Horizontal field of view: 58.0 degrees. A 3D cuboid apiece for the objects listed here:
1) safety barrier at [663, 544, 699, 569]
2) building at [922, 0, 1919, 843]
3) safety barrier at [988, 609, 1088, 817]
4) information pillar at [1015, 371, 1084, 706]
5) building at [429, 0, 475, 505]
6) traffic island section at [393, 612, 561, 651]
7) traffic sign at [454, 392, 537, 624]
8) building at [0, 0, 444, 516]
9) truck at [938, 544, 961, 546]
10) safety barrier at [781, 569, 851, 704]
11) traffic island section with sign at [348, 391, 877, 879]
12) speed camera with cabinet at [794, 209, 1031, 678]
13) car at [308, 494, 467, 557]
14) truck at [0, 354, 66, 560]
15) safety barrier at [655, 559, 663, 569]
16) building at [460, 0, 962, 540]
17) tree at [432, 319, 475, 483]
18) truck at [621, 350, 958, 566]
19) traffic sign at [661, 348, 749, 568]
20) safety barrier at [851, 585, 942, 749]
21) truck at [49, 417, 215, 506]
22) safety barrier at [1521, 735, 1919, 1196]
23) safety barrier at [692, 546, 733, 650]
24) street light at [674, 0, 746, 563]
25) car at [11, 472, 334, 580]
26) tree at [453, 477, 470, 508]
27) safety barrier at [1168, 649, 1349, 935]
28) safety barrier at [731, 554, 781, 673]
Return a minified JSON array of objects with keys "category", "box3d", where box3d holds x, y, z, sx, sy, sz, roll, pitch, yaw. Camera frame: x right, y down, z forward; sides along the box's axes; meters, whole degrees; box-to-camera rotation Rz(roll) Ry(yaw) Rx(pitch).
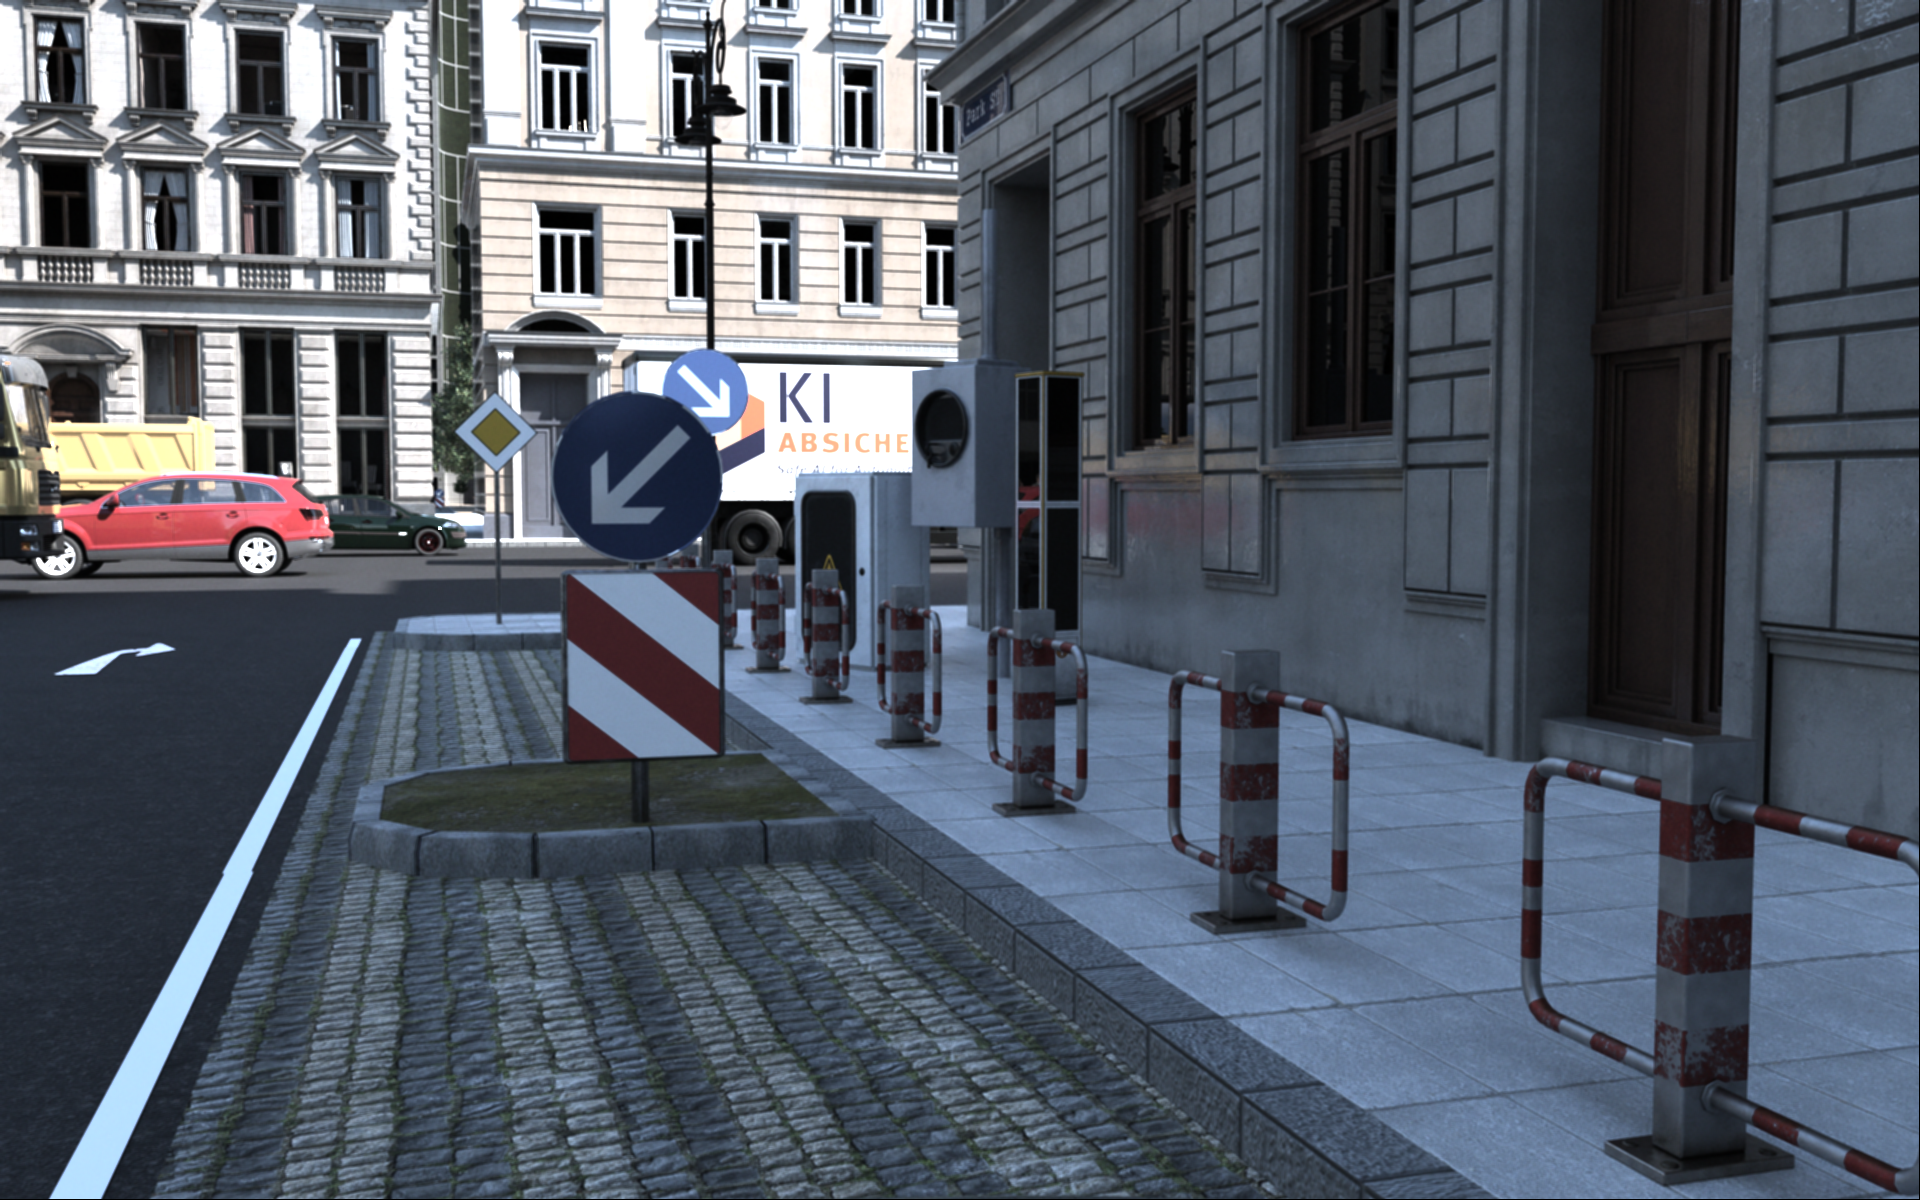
[{"category":"safety barrier","box3d":[-2.519,-0.116,16.166,0.300,0.817,1.120,-1,4,-17]},{"category":"building","box3d":[7.654,-10.535,8.411,11.583,22.565,21.152,-1,4,-17]},{"category":"safety barrier","box3d":[0.298,0.447,6.973,0.300,0.817,1.120,-1,4,-17]},{"category":"information pillar","box3d":[0.541,-0.371,10.561,0.304,2.012,0.304,-2,4,-32]},{"category":"building","box3d":[-67.176,-47.057,207.631,20.611,71.187,20.563,-1,4,-17]},{"category":"traffic island section","box3d":[-4.541,0.314,17.149,2.009,0.180,2.903,-1,4,-17]},{"category":"traffic sign","box3d":[-4.561,-0.821,17.065,0.795,2.450,0.064,-1,4,-17]},{"category":"building","box3d":[-25.048,-13.530,50.102,19.941,23.489,11.050,-1,4,-17]},{"category":"truck","box3d":[8.572,-3.635,49.197,18.799,4.110,2.967,-1,4,-18]},{"category":"safety barrier","box3d":[-0.827,0.222,10.652,0.300,0.817,1.120,-1,4,-17]},{"category":"traffic island section with sign","box3d":[-1.560,0.075,7.400,1.989,1.847,2.006,-1,4,-17]},{"category":"speed camera with cabinet","box3d":[-0.390,-1.113,12.529,0.660,3.252,2.038,-3,5,-42]},{"category":"car","box3d":[-13.674,-1.869,40.345,4.222,1.686,2.009,-1,4,-18]},{"category":"truck","box3d":[-16.620,-1.666,23.169,9.791,3.379,3.469,-1,4,-18]},{"category":"safety barrier","box3d":[-3.080,-0.228,18.000,0.300,0.817,1.120,-1,4,-17]},{"category":"building","box3d":[-5.968,-16.566,56.754,20.117,28.700,13.634,-1,4,-17]},{"category":"tree","box3d":[-30.564,-11.920,111.894,9.611,12.733,9.660,0,3,0]},{"category":"truck","box3d":[-1.285,-2.910,36.490,11.283,4.237,2.839,-1,4,-17]},{"category":"traffic sign","box3d":[-2.238,-0.926,15.248,0.768,2.556,0.104,-1,4,-10]},{"category":"safety barrier","box3d":[-0.266,0.334,8.818,0.300,0.817,1.120,-1,4,-17]},{"category":"truck","box3d":[-21.911,-2.596,38.363,9.791,3.379,3.469,-1,4,-18]},{"category":"safety barrier","box3d":[1.420,0.671,3.307,0.300,0.817,1.120,-1,4,-17]},{"category":"safety barrier","box3d":[-1.958,-0.004,14.333,0.300,0.817,1.120,-1,4,-17]},{"category":"street light","box3d":[-2.411,-2.688,16.743,0.468,5.910,1.993,-1,4,-17]},{"category":"car","box3d":[-13.744,-1.318,30.216,5.304,1.827,2.281,-1,4,-15]},{"category":"tree","box3d":[-47.074,-10.334,163.565,1.663,3.219,1.824,0,3,0]},{"category":"safety barrier","box3d":[0.858,0.559,5.140,0.300,0.817,1.120,-1,4,-17]},{"category":"safety barrier","box3d":[-1.387,0.110,12.485,0.300,0.817,1.120,-1,4,-17]}]
